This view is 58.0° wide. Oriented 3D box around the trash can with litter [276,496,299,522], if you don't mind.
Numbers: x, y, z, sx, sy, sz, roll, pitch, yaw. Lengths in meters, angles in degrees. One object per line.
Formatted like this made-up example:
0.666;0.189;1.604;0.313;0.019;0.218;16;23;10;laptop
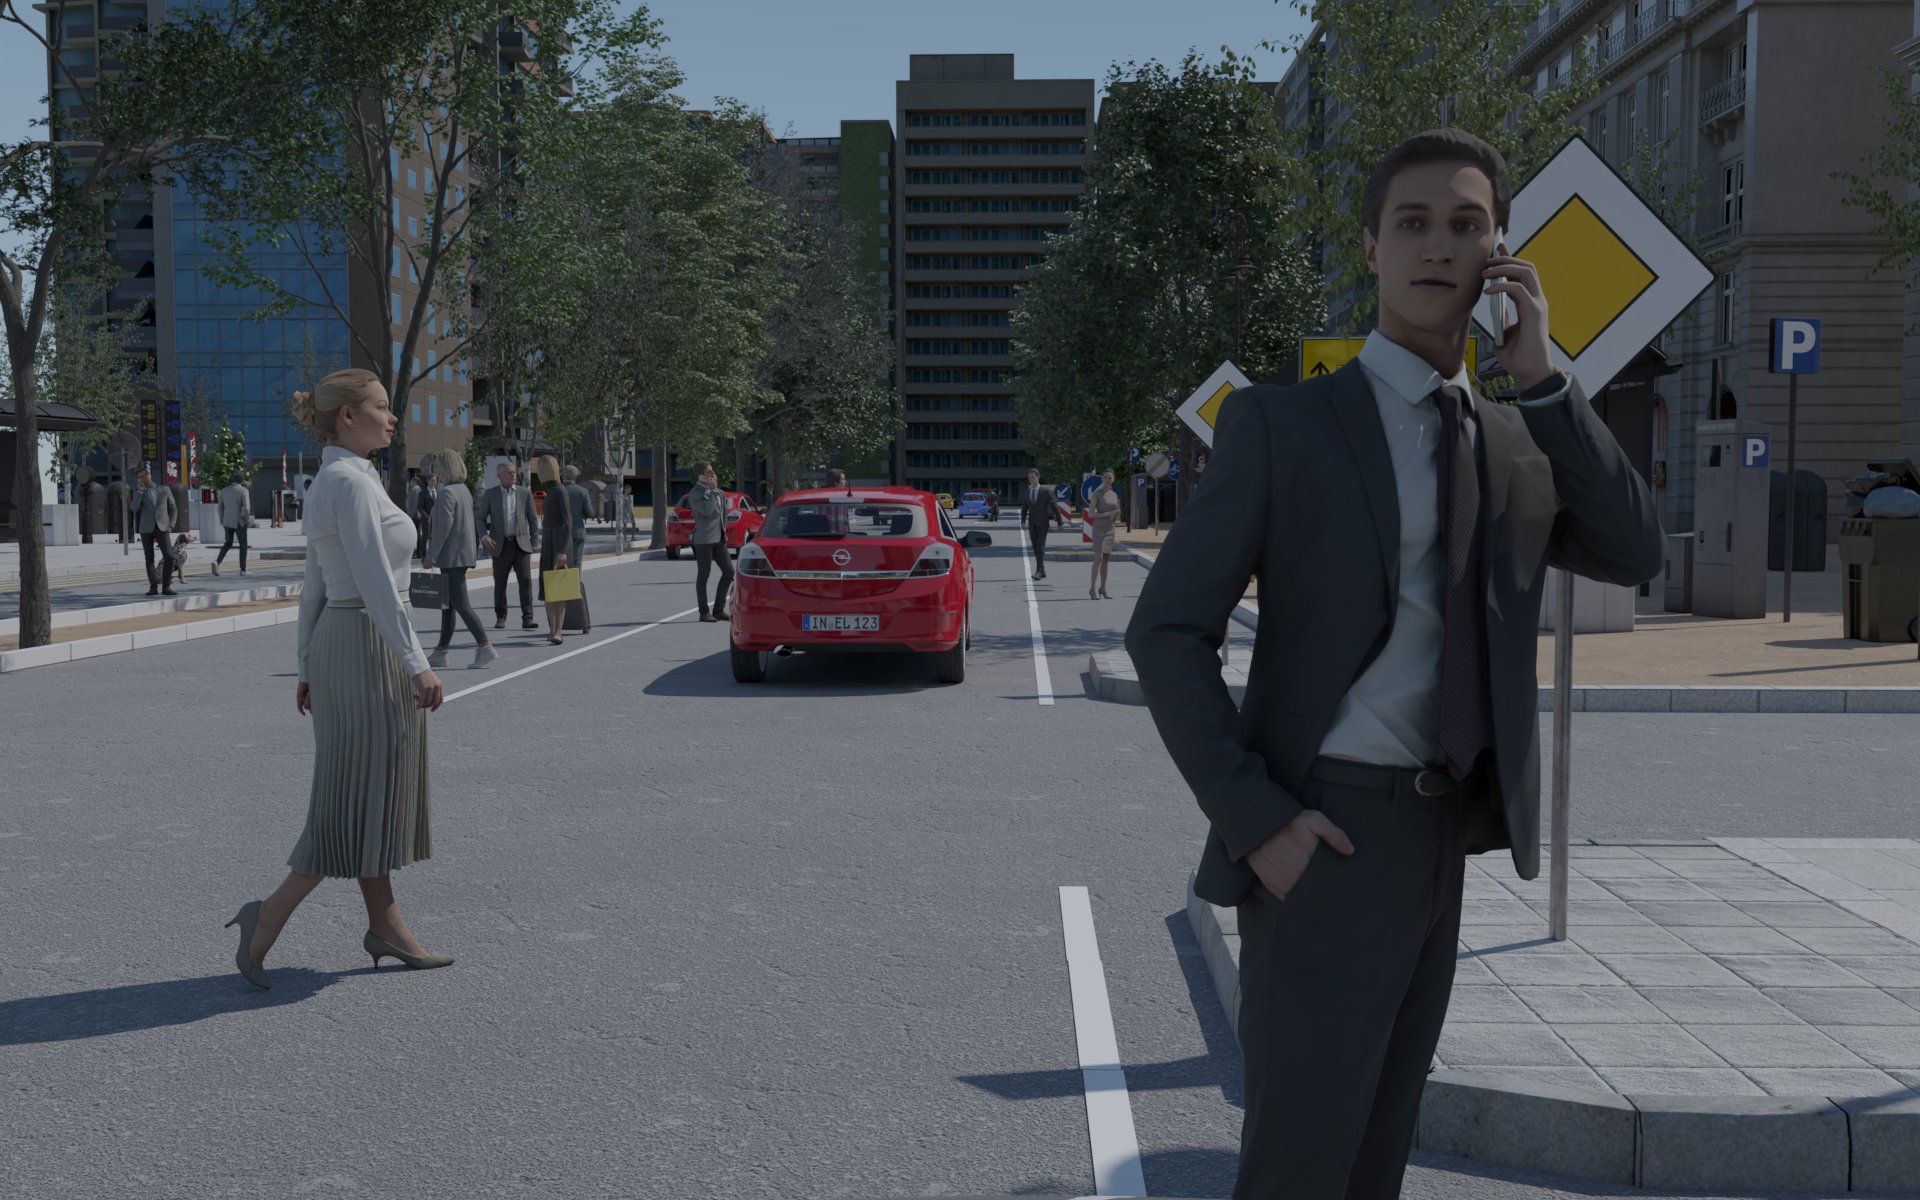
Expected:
-30.645;-4.120;78.745;0.624;1.170;1.055;3;5;44;trash can with litter

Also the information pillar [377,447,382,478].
-22.174;-4.572;66.115;0.183;3.616;0.504;0;4;0;information pillar

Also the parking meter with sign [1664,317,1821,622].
8.050;-1.332;18.032;0.543;3.016;1.738;-1;4;-16;parking meter with sign

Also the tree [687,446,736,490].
-14.929;-7.368;104.173;4.285;4.588;4.351;0;3;0;tree

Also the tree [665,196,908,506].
-6.910;-8.942;65.671;9.611;12.733;9.660;0;3;0;tree

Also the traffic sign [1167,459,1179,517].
7.879;-3.834;62.793;0.768;2.556;0.104;0;4;5;traffic sign

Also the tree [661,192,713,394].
-7.650;-5.262;38.849;4.360;8.622;3.978;0;3;0;tree

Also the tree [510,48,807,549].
-7.868;-7.594;44.751;7.486;12.596;7.792;0;3;0;tree

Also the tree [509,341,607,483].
-17.830;-7.800;77.892;4.737;8.622;4.395;0;3;0;tree

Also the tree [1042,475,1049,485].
9.389;-10.948;162.718;4.285;4.588;4.351;0;3;0;tree

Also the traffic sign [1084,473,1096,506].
6.309;-5.020;84.213;0.606;2.300;0.079;1;4;11;traffic sign

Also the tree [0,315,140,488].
-37.524;-7.564;74.033;4.737;8.622;4.395;0;3;0;tree

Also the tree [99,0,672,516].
-7.974;-5.880;24.356;9.928;11.665;9.643;0;3;0;tree

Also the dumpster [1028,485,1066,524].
4.113;-4.485;81.551;1.865;1.857;1.264;0;4;0;dumpster

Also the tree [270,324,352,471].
-27.479;-7.604;74.685;4.360;8.622;3.978;0;3;0;tree

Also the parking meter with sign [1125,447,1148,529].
6.553;-4.126;63.713;0.543;3.016;1.738;-1;4;-9;parking meter with sign

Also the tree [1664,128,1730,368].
12.964;-5.128;34.200;4.737;8.622;4.395;0;3;0;tree

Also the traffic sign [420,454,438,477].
-16.628;-3.325;54.466;0.768;2.556;0.104;0;4;8;traffic sign

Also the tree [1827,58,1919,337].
15.002;-4.577;25.190;4.737;8.622;4.395;0;3;0;tree

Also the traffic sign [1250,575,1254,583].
4.218;-1.521;24.974;0.768;2.556;0.104;1;4;10;traffic sign

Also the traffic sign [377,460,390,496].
-20.316;-3.750;61.412;0.768;2.556;0.104;1;4;11;traffic sign

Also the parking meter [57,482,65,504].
-43.787;-4.819;84.502;0.255;1.863;0.399;2;4;35;parking meter

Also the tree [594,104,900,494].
-6.957;-8.667;54.527;12.009;13.543;11.850;0;3;0;tree

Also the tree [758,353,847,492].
-6.974;-7.370;73.311;4.360;8.622;3.978;0;3;0;tree

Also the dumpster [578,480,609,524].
-15.834;-4.198;74.401;1.264;1.857;1.865;0;4;2;dumpster

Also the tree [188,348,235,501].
-37.843;-8.272;85.607;4.360;8.622;3.978;0;3;0;tree

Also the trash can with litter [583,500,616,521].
-16.786;-4.358;82.303;2.233;1.210;1.678;0;4;1;trash can with litter

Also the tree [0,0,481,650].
-8.224;-4.809;15.501;8.767;10.594;7.601;0;4;2;tree

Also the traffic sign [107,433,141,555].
-17.433;-2.203;36.132;0.768;2.556;0.104;1;4;9;traffic sign

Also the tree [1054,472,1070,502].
7.746;-10.831;127.453;4.737;8.622;4.395;0;3;0;tree

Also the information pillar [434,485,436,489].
-25.042;-4.757;82.276;0.304;2.012;0.304;-2;4;-26;information pillar

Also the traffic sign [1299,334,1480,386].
5.491;-1.738;22.286;2.265;3.308;0.079;0;4;5;traffic sign

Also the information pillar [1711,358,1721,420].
13.122;-2.372;30.139;0.183;3.616;0.504;2;4;31;information pillar

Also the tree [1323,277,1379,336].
13.119;-6.580;57.952;4.360;8.622;3.978;0;3;0;tree

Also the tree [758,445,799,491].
-13.758;-11.195;133.403;4.737;8.622;4.395;0;3;0;tree

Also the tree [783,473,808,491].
-13.550;-8.912;140.316;1.663;3.219;1.824;0;3;0;tree

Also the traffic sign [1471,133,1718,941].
1.720;-0.079;4.928;0.795;2.450;0.064;0;4;2;traffic sign

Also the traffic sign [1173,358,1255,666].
1.981;-0.567;12.909;0.795;2.450;0.064;0;4;2;traffic sign

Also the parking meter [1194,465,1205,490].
5.394;-2.021;38.754;0.255;1.863;0.399;-1;4;-9;parking meter

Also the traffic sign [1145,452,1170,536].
6.046;-3.245;53.163;0.768;2.556;0.104;0;4;3;traffic sign

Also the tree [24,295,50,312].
-34.792;-6.988;64.614;4.737;8.622;4.395;0;3;0;tree

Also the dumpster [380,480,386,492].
-19.244;-3.201;54.824;1.502;2.255;1.985;0;4;2;dumpster

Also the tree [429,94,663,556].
-7.966;-4.828;31.765;4.360;8.622;3.978;0;3;0;tree

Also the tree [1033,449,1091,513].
8.266;-12.293;119.120;7.486;12.596;7.792;0;3;0;tree

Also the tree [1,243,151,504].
-25.176;-6.038;49.081;4.360;8.622;3.978;0;3;0;tree
